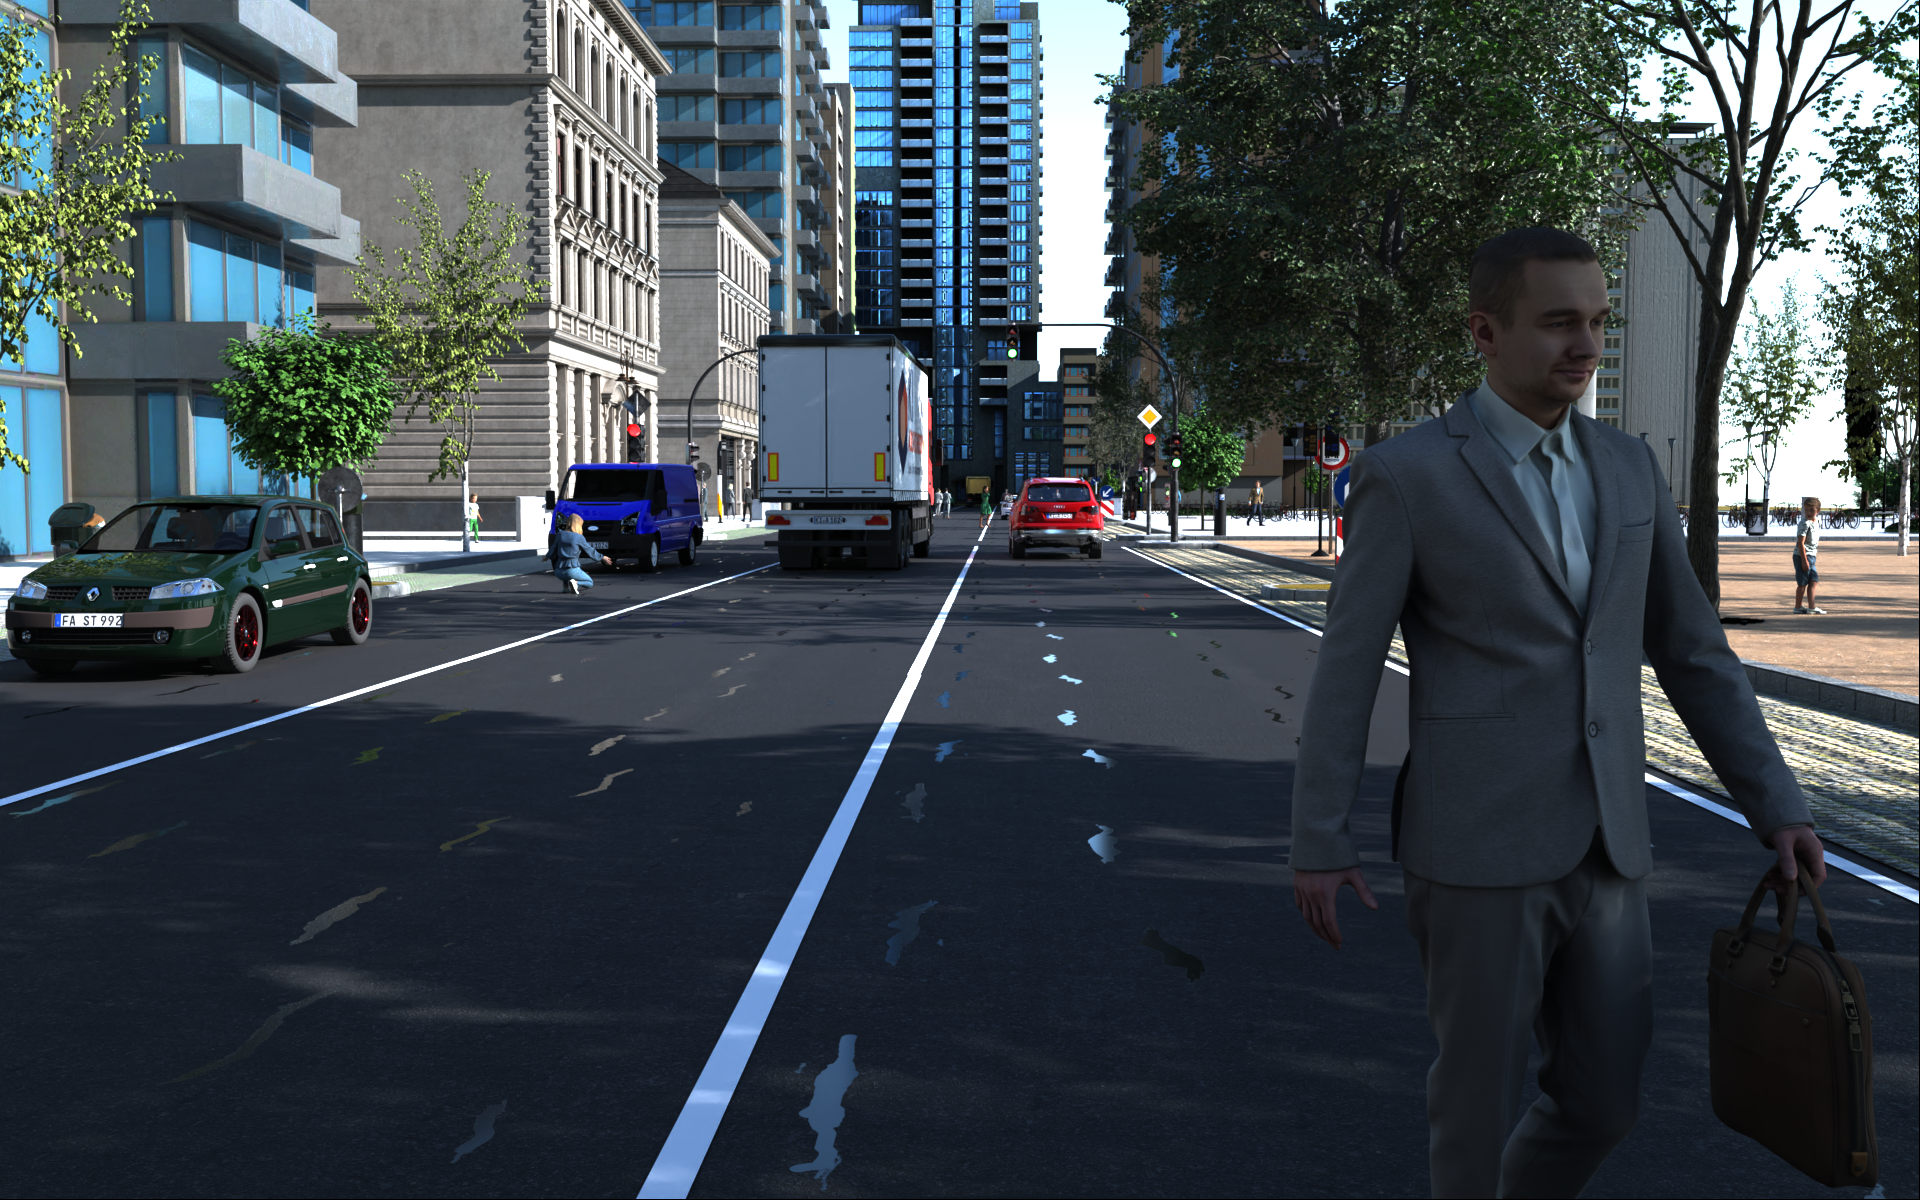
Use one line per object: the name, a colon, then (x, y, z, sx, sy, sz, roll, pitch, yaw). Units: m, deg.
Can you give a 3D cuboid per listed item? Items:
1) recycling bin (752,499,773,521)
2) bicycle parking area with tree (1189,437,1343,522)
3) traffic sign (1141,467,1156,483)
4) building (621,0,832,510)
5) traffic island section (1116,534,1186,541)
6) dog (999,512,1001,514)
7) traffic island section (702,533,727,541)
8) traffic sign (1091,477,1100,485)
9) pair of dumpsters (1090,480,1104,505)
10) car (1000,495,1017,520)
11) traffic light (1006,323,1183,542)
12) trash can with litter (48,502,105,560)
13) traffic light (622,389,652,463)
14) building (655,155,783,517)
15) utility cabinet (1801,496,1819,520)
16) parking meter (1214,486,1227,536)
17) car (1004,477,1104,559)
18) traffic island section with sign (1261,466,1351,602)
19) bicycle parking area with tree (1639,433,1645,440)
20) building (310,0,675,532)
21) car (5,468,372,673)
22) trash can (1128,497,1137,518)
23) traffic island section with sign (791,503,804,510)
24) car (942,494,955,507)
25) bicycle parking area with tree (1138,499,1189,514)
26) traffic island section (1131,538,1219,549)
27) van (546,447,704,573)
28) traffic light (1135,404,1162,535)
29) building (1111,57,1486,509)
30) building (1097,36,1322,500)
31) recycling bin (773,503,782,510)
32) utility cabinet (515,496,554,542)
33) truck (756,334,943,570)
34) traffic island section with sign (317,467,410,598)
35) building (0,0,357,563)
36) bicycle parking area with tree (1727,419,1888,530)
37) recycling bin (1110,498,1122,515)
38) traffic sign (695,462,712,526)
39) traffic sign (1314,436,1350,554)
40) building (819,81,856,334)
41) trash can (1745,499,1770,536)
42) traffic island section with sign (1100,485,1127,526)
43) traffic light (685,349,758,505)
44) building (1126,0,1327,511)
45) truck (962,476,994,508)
recycling bin: (-9.749, -4.395, 84.420, 0.722, 1.027, 0.722, 1, 4, 23)
bicycle parking area with tree: (17.883, -6.316, 90.268, 9.016, 4.147, 8.231, 2, 4, 31)
traffic sign: (8.763, -4.933, 80.766, 0.768, 2.556, 0.104, 0, 4, 6)
building: (-22.627, -32.107, 144.562, 23.786, 49.044, 30.456, 0, 4, 1)
traffic island section: (5.936, -1.957, 54.282, 2.009, 0.180, 2.903, 0, 4, 1)
dog: (3.021, -6.201, 121.576, 0.550, 0.427, 0.748, 0, 4, -1)
traffic island section: (-8.501, -1.979, 54.638, 2.009, 0.180, 2.903, 0, 4, 1)
traffic sign: (10.025, -7.817, 127.915, 0.768, 2.556, 0.104, 0, 4, 3)
pair of dumpsters: (9.677, -7.315, 122.094, 1.574, 2.255, 4.437, 0, 4, 2)
car: (3.256, -5.179, 97.039, 2.083, 1.381, 4.827, 0, 4, 3)
traffic light: (3.609, -4.369, 46.096, 4.771, 5.953, 1.251, 0, 4, 1)
trash can with litter: (-11.671, -0.693, 22.720, 0.624, 1.170, 1.055, 0, 4, -7)
traffic light: (-8.655, -3.523, 46.519, 0.839, 4.253, 0.868, 0, 4, 1)
building: (-17.841, -15.128, 98.250, 10.553, 20.767, 40.483, 0, 4, 1)
utility cabinet: (22.767, -2.155, 46.402, 0.306, 1.237, 1.020, 1, 4, 18)
parking meter: (8.015, -2.748, 53.337, 0.372, 1.533, 0.369, 0, 3, 0)
car: (2.168, -1.918, 40.030, 2.281, 1.827, 5.304, 0, 4, 0)
traffic island section with sign: (5.203, -0.928, 23.794, 1.989, 1.847, 2.006, 0, 4, 1)
bicycle parking area with tree: (34.274, -5.687, 79.977, 8.231, 4.147, 9.016, 3, 5, 39)
building: (-18.425, -14.599, 67.567, 11.050, 23.489, 19.941, 0, 4, 1)
car: (-6.547, -0.324, 15.092, 2.009, 1.686, 4.222, 0, 4, 1)
trash can: (8.895, -4.801, 90.146, 0.748, 1.137, 0.748, 0, 3, 0)
traffic island section with sign: (-7.548, -4.397, 80.518, 1.989, 1.847, 2.006, 0, 4, 1)
car: (-1.534, -11.616, 198.710, 1.959, 1.807, 4.718, 0, 4, 2)
bicycle parking area with tree: (15.771, -7.699, 112.883, 8.231, 4.147, 9.016, -2, 4, -35)
traffic island section: (5.742, -1.469, 46.300, 2.009, 0.180, 2.903, 0, 4, 1)
van: (-6.396, -1.771, 33.343, 2.240, 2.365, 5.245, 0, 4, 3)
traffic light: (5.897, -3.991, 54.169, 0.839, 4.253, 0.868, 0, 4, 1)
building: (30.415, -28.534, 158.412, 32.217, 40.220, 23.993, 0, 4, 1)
building: (26.934, -34.611, 185.503, 23.786, 49.044, 30.456, 0, 4, 1)
recycling bin: (-9.416, -4.593, 87.647, 0.722, 1.027, 0.722, 0, 4, 0)
utility cabinet: (-11.471, -2.182, 46.829, 1.020, 1.237, 0.306, -3, 5, -40)
truck: (-2.053, -2.882, 36.035, 2.839, 4.237, 11.283, 0, 4, 3)
traffic island section with sign: (-8.909, -0.966, 24.415, 1.989, 1.847, 2.006, 0, 4, 1)
building: (-29.383, -25.337, 33.869, 30.456, 49.044, 23.786, 0, 4, 1)
bicycle parking area with tree: (32.880, -4.859, 66.450, 9.016, 4.147, 8.231, -2, 4, -26)
recycling bin: (9.474, -5.647, 104.886, 0.722, 1.027, 0.722, 0, 4, 7)
traffic sign: (-10.342, -4.243, 69.483, 0.768, 2.556, 0.104, 0, 4, 6)
traffic sign: (7.928, -2.256, 36.991, 0.768, 2.556, 0.104, 0, 4, 8)
building: (-17.652, -29.596, 167.485, 14.154, 41.232, 14.086, 0, 4, 1)
trash can: (24.540, -2.549, 53.328, 0.748, 1.137, 0.748, 0, 3, 0)
traffic island section with sign: (6.540, -4.296, 78.874, 1.989, 1.847, 2.006, 0, 4, 1)
traffic light: (-6.367, -4.882, 54.486, 4.771, 5.953, 1.251, 0, 4, 1)
building: (20.954, -29.927, 139.420, 14.600, 45.320, 14.200, 0, 4, 1)
truck: (1.954, -11.701, 187.227, 3.469, 3.379, 9.791, 0, 4, 0)
